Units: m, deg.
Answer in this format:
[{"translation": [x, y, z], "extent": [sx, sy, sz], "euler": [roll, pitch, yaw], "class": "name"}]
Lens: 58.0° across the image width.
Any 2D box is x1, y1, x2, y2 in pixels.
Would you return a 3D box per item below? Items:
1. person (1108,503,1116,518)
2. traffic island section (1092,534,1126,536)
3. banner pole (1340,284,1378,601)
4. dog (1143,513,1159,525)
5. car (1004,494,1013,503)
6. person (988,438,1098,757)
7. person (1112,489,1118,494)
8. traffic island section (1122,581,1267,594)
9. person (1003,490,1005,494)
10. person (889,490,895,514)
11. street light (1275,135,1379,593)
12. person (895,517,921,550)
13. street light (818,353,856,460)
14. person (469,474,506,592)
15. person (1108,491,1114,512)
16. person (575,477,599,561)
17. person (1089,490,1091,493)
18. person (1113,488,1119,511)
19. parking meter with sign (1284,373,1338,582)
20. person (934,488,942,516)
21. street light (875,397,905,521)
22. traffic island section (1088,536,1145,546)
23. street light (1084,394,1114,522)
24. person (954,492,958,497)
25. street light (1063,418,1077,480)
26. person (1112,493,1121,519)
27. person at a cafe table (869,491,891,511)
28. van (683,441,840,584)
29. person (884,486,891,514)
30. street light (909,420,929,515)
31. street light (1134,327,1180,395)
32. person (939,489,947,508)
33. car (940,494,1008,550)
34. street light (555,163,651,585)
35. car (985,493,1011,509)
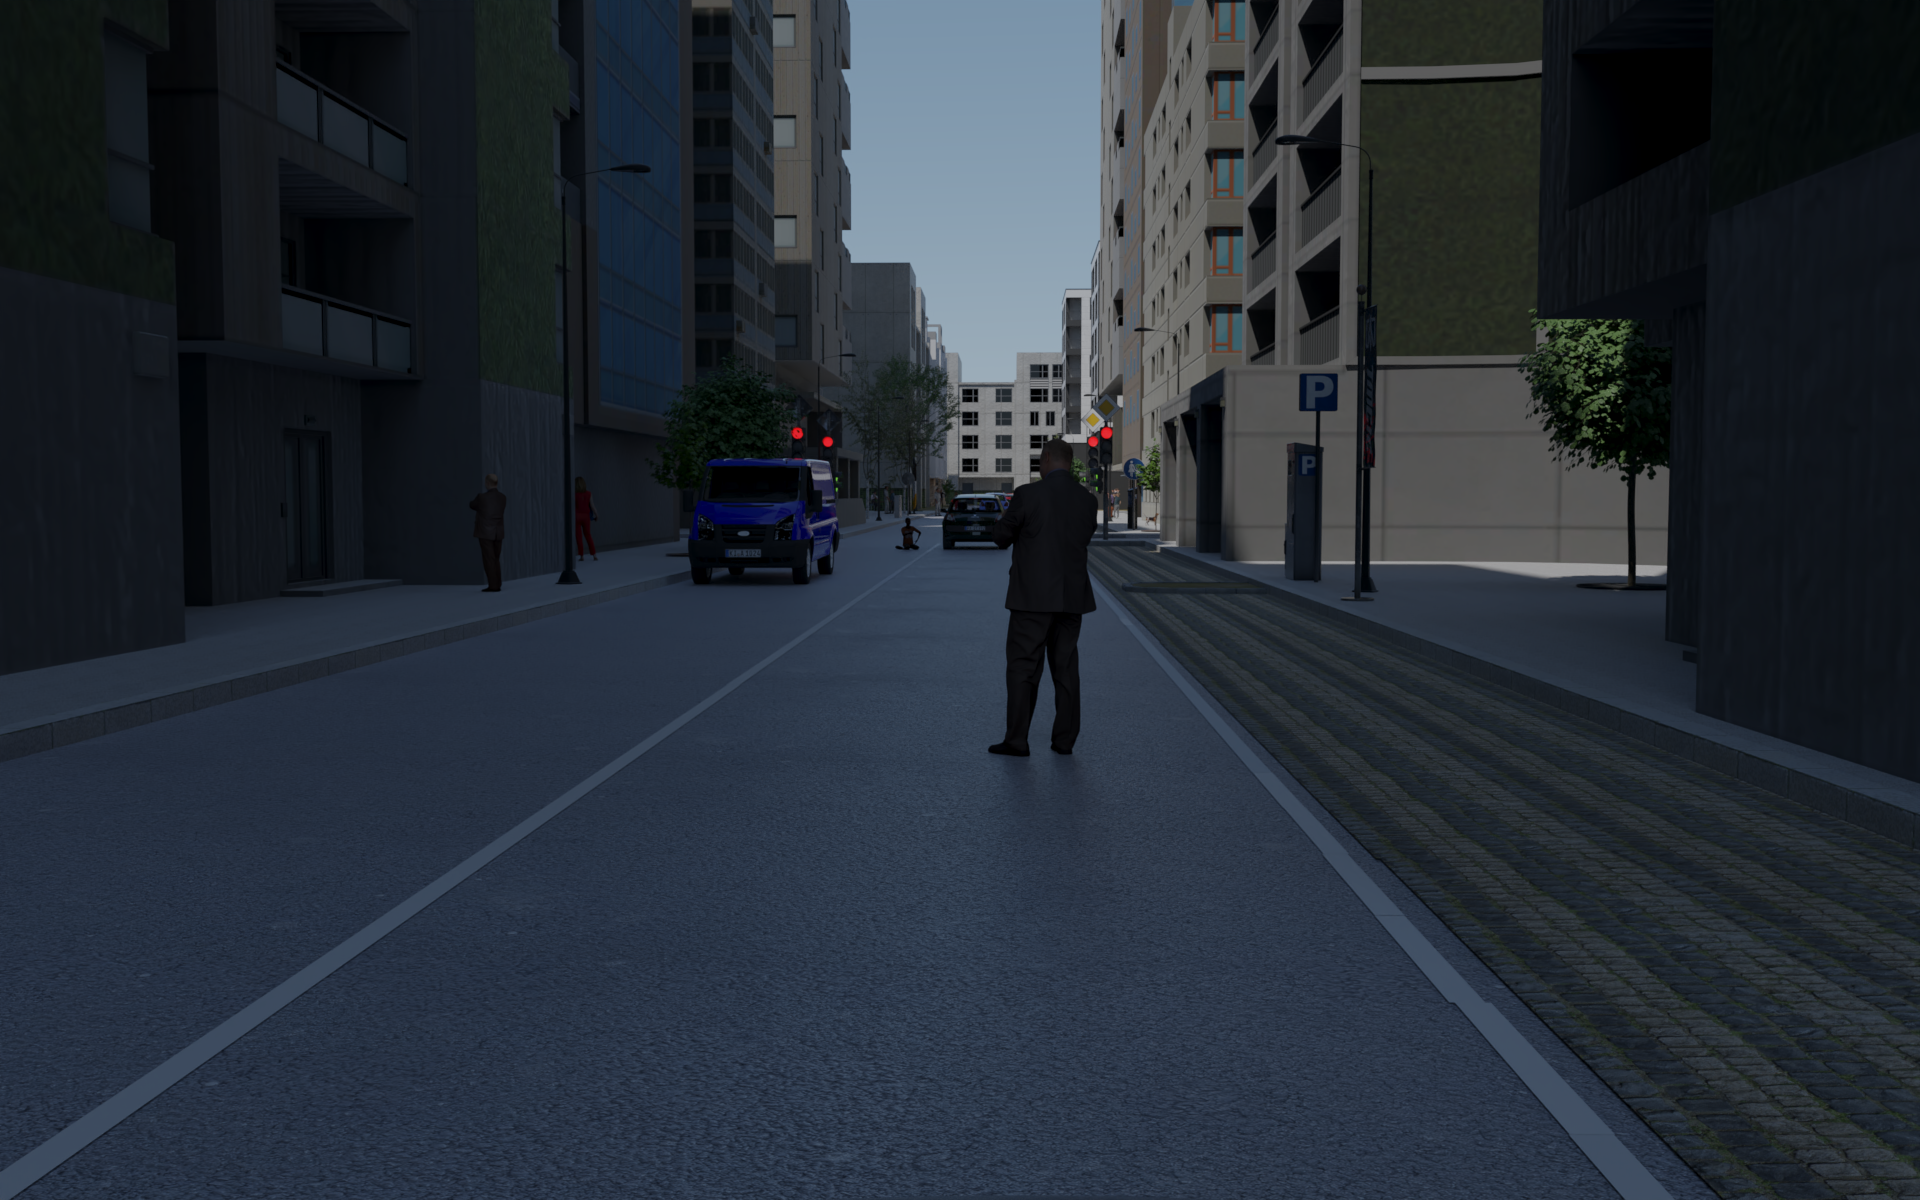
[{"translation": [8.073, -4.795, 92.722], "extent": [0.859, 0.850, 0.655], "euler": [2, 4, 27], "class": "person"}, {"translation": [4.345, -2.098, 56.579], "extent": [2.009, 0.180, 2.903], "euler": [0, 4, 2], "class": "traffic island section"}, {"translation": [4.808, -1.868, 20.552], "extent": [0.401, 3.779, 0.863], "euler": [0, 4, -3], "class": "banner pole"}, {"translation": [7.836, -3.307, 70.897], "extent": [0.540, 0.507, 0.406], "euler": [-1, 4, -18], "class": "dog"}, {"translation": [3.416, -7.070, 125.383], "extent": [2.009, 1.686, 4.222], "euler": [0, 4, 1], "class": "car"}, {"translation": [0.440, -0.026, 9.615], "extent": [0.600, 1.739, 0.565], "euler": [3, 4, 36], "class": "person"}, {"translation": [12.446, -8.072, 138.822], "extent": [0.742, 1.727, 0.445], "euler": [2, 4, 33], "class": "person"}, {"translation": [3.415, -0.173, 25.687], "extent": [1.991, 0.108, 1.994], "euler": [0, 4, 2], "class": "traffic island section"}, {"translation": [4.764, -11.062, 189.341], "extent": [1.348, 1.826, 0.705], "euler": [-1, 4, -11], "class": "person"}, {"translation": [-4.407, -6.356, 112.177], "extent": [0.429, 1.552, 0.499], "euler": [2, 4, 28], "class": "person"}, {"translation": [4.771, -3.058, 22.547], "extent": [1.470, 5.913, 1.316], "euler": [0, 4, 2], "class": "street light"}, {"translation": [-1.260, -1.697, 44.539], "extent": [0.859, 0.850, 0.655], "euler": [-1, 4, -20], "class": "person"}, {"translation": [-4.121, -5.182, 57.271], "extent": [1.470, 5.913, 1.316], "euler": [0, 4, 2], "class": "street light"}, {"translation": [-6.191, -0.881, 22.710], "extent": [0.388, 1.546, 0.482], "euler": [3, 5, 41], "class": "person"}, {"translation": [8.158, -5.185, 94.043], "extent": [0.421, 1.427, 0.697], "euler": [2, 4, 24], "class": "person"}, {"translation": [-7.258, -1.561, 33.277], "extent": [0.593, 1.614, 0.444], "euler": [0, 4, -6], "class": "person"}, {"translation": [8.648, -6.743, 116.961], "extent": [0.621, 1.740, 0.551], "euler": [-1, 4, -18], "class": "person"}, {"translation": [12.037, -7.766, 133.817], "extent": [0.445, 1.727, 0.742], "euler": [1, 4, 17], "class": "person"}, {"translation": [5.176, -1.813, 25.900], "extent": [0.543, 3.016, 1.738], "euler": [0, 4, 0], "class": "parking meter with sign"}, {"translation": [-1.397, -6.266, 111.092], "extent": [0.789, 1.805, 0.875], "euler": [3, 4, 38], "class": "person"}, {"translation": [-3.338, -6.732, 82.613], "extent": [1.470, 5.913, 1.316], "euler": [0, 4, 2], "class": "street light"}, {"translation": [4.106, -1.610, 48.598], "extent": [2.009, 0.180, 2.903], "euler": [0, 4, 2], "class": "traffic island section"}, {"translation": [6.423, -6.596, 80.381], "extent": [1.470, 5.913, 1.316], "euler": [0, 4, 2], "class": "street light"}, {"translation": [-0.189, -7.039, 125.298], "extent": [0.444, 1.614, 0.593], "euler": [-1, 4, -19], "class": "person"}, {"translation": [7.233, -8.174, 106.194], "extent": [1.470, 5.913, 1.316], "euler": [0, 4, 2], "class": "street light"}, {"translation": [8.065, -4.866, 89.504], "extent": [0.435, 1.345, 0.340], "euler": [-3, 5, -43], "class": "person"}, {"translation": [-6.118, -7.418, 129.806], "extent": [1.622, 1.524, 1.698], "euler": [2, 4, 25], "class": "person at a cafe table"}, {"translation": [-3.258, -1.523, 29.291], "extent": [2.240, 2.365, 5.245], "euler": [0, 4, 2], "class": "van"}, {"translation": [-4.656, -6.423, 111.208], "extent": [0.789, 1.805, 0.875], "euler": [0, 4, 5], "class": "person"}, {"translation": [-2.625, -8.314, 108.477], "extent": [1.470, 5.913, 1.316], "euler": [0, 4, 2], "class": "street light"}, {"translation": [5.545, -4.638, 48.371], "extent": [1.470, 5.913, 1.316], "euler": [0, 4, 2], "class": "street light"}, {"translation": [-1.786, -9.480, 161.861], "extent": [1.217, 1.723, 0.721], "euler": [1, 4, 16], "class": "person"}, {"translation": [0.442, -2.224, 46.149], "extent": [2.009, 1.686, 4.222], "euler": [0, 4, 2], "class": "car"}, {"translation": [-5.038, -3.178, 24.507], "extent": [1.470, 5.913, 1.316], "euler": [0, 4, 2], "class": "street light"}, {"translation": [1.924, -5.354, 97.121], "extent": [1.945, 1.707, 3.694], "euler": [0, 4, 1], "class": "car"}]
